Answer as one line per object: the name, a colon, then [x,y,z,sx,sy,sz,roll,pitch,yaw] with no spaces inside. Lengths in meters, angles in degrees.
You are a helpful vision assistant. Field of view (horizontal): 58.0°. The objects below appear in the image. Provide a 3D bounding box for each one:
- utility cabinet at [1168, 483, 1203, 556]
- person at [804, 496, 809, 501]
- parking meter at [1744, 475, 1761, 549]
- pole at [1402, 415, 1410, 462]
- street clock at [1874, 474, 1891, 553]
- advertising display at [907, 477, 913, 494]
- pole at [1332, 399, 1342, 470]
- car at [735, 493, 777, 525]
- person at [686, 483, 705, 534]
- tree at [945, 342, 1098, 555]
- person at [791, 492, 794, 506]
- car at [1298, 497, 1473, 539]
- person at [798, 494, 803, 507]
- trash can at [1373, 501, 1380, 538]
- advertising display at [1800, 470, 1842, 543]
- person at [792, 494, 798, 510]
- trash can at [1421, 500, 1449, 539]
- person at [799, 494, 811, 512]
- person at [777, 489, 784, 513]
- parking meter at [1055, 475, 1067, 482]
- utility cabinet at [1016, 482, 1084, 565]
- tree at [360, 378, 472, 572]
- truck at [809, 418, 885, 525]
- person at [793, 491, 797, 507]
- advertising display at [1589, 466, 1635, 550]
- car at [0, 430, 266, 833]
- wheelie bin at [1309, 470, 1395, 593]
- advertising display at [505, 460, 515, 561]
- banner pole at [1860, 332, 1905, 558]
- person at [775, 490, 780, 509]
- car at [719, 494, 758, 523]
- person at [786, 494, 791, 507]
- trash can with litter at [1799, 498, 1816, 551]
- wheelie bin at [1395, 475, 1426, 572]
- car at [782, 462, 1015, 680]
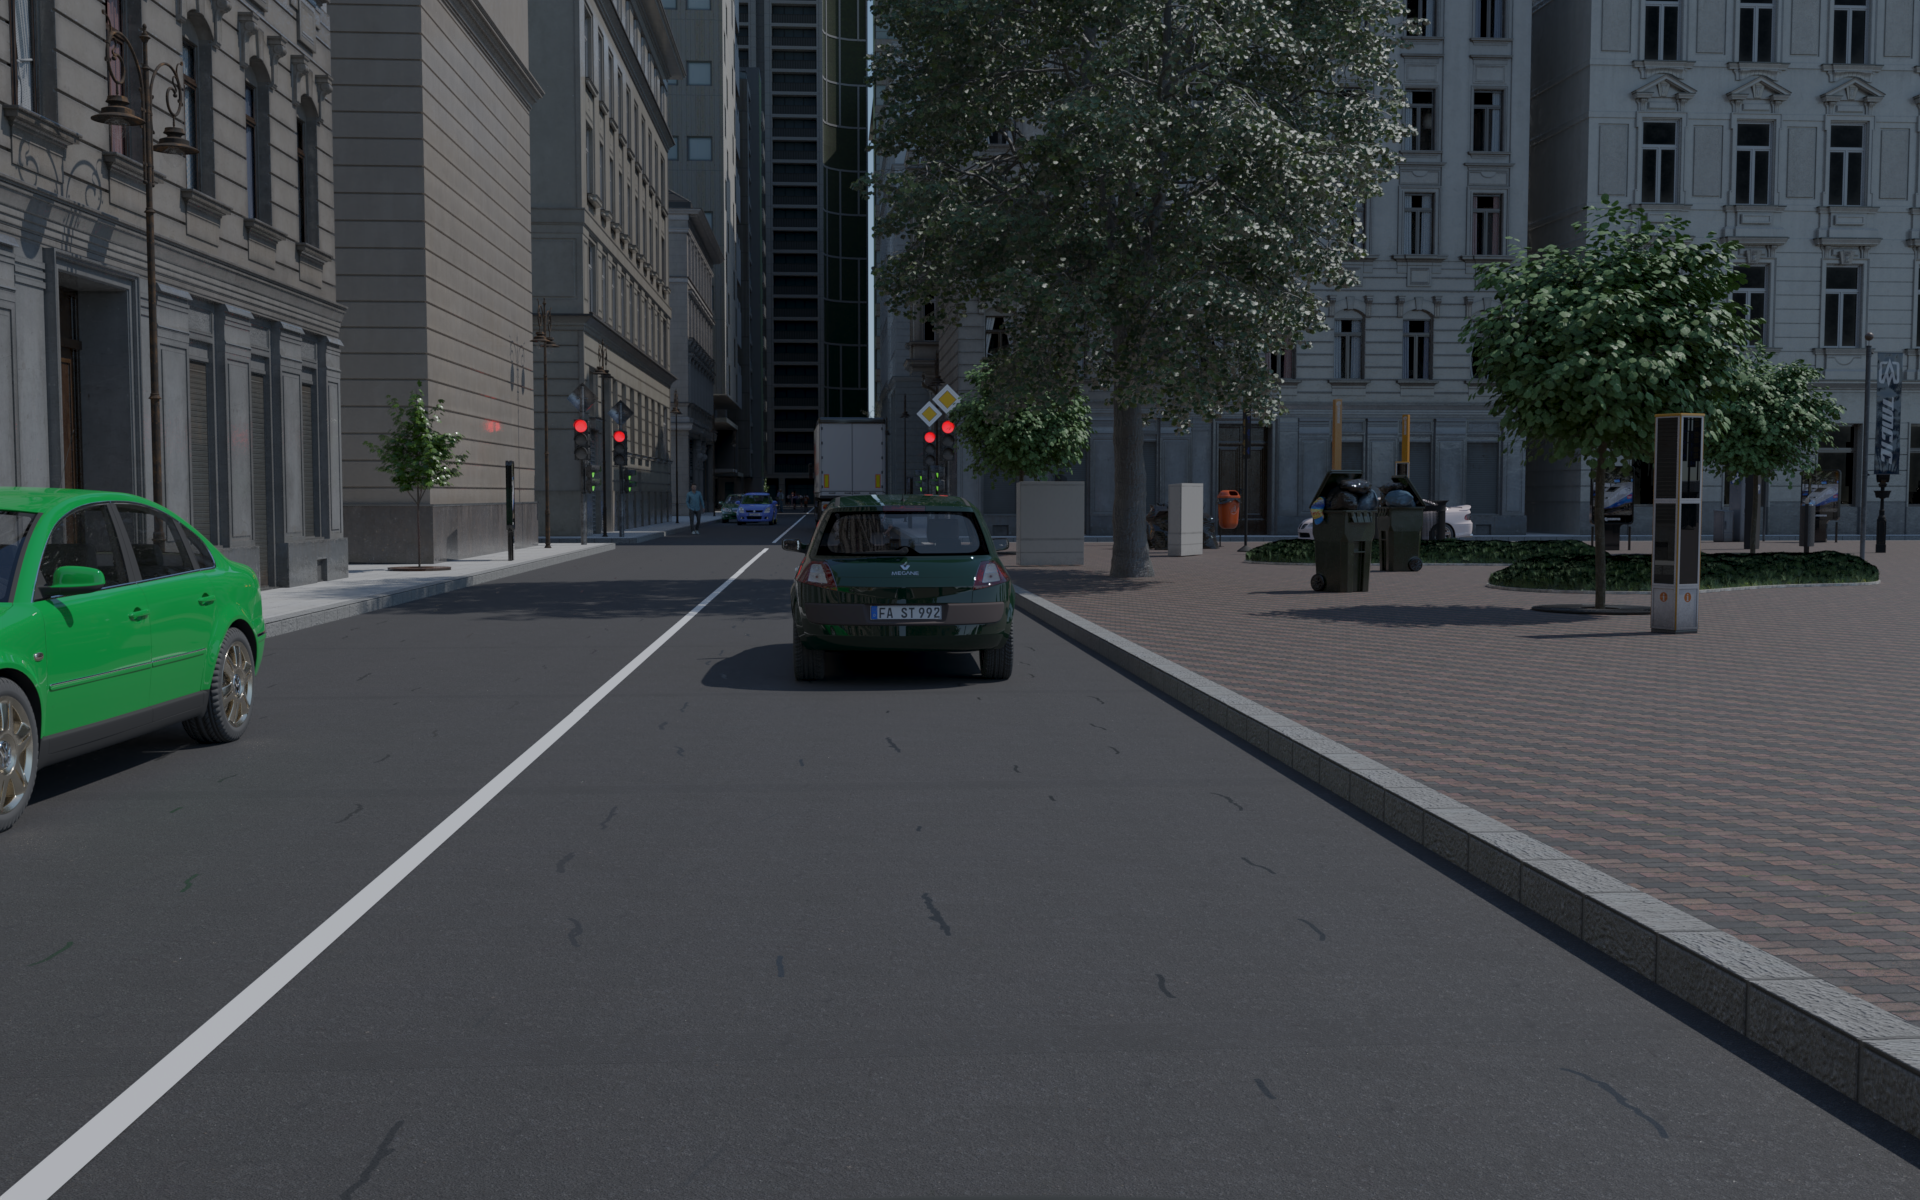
utility cabinet: [4.656,-1.660,35.817,0.318,1.500,1.173,2,4,30]
person: [-17.563,-11.365,197.501,0.628,1.438,0.799,-2,4,-24]
parking meter: [18.458,-2.117,40.329,0.255,1.863,0.399,3,5,42]
pole: [11.455,-3.102,44.567,0.158,3.312,0.155,0,3,0]
street clock: [20.133,-2.033,37.815,0.358,2.002,0.471,1,4,22]
advertising display: [-1.874,-3.647,64.850,0.123,1.923,0.974,-1,4,-9]
pole: [8.119,-2.661,37.350,0.158,3.312,0.155,0,3,0]
car: [-9.448,-4.347,80.658,1.945,1.707,3.694,0,4,-3]
person: [-9.518,-3.282,62.175,0.660,1.820,0.620,-2,4,-25]
tree: [1.334,-3.271,37.195,4.285,4.588,4.351,0,3,0]
person: [-19.669,-11.840,203.006,0.541,1.710,0.530,-3,4,-38]
car: [11.865,-2.206,48.429,4.827,1.381,2.083,0,4,-6]
person: [-17.198,-10.683,186.348,0.628,1.438,0.799,0,4,-3]
trash can: [8.510,-1.515,36.416,0.748,1.137,0.748,0,3,0]
advertising display: [22.854,-2.495,46.011,0.974,1.923,0.123,3,5,44]
person: [-15.202,-9.064,159.928,0.421,1.427,0.697,3,4,37]
trash can: [10.853,-1.723,39.826,0.748,1.137,0.748,0,3,0]
person: [-12.433,-7.818,139.580,1.065,1.426,0.557,1,4,21]
person: [-13.729,-7.583,132.559,0.705,1.814,1.350,-2,4,-24]
parking meter: [3.028,-2.827,51.932,0.255,1.863,0.399,2,4,28]
utility cabinet: [1.606,-1.359,30.895,1.173,1.500,0.318,-1,4,-12]
tree: [-9.032,-2.102,28.966,1.663,3.219,1.824,0,3,0]
truck: [-4.541,-4.906,69.130,2.839,4.237,11.283,0,4,-6]
person: [-18.288,-11.237,192.191,0.705,1.831,1.348,-1,4,-22]
advertising display: [14.866,-2.097,39.502,0.974,1.923,0.123,0,4,0]
car: [-4.979,0.012,8.608,1.959,1.807,4.718,0,4,-3]
wheelie bin: [5.077,-0.910,22.785,0.980,1.594,0.693,-2,4,-35]
advertising display: [-8.706,-1.733,33.552,0.123,1.923,0.974,-1,4,-12]
banner pole: [14.308,-2.261,26.987,0.863,3.779,0.401,-1,4,-13]
person: [-17.622,-9.741,167.628,0.599,1.838,0.709,2,4,32]
car: [-11.009,-4.600,87.013,2.131,1.459,4.920,0,4,-5]
person: [-19.363,-11.257,195.735,0.799,1.438,0.628,1,4,17]
trash can with litter: [15.527,-1.248,31.457,1.678,1.210,2.233,2,4,29]
wheelie bin: [7.318,-1.279,28.827,0.693,1.594,0.980,0,4,-7]
car: [-0.531,-0.304,14.752,2.009,1.686,4.222,0,4,-4]
